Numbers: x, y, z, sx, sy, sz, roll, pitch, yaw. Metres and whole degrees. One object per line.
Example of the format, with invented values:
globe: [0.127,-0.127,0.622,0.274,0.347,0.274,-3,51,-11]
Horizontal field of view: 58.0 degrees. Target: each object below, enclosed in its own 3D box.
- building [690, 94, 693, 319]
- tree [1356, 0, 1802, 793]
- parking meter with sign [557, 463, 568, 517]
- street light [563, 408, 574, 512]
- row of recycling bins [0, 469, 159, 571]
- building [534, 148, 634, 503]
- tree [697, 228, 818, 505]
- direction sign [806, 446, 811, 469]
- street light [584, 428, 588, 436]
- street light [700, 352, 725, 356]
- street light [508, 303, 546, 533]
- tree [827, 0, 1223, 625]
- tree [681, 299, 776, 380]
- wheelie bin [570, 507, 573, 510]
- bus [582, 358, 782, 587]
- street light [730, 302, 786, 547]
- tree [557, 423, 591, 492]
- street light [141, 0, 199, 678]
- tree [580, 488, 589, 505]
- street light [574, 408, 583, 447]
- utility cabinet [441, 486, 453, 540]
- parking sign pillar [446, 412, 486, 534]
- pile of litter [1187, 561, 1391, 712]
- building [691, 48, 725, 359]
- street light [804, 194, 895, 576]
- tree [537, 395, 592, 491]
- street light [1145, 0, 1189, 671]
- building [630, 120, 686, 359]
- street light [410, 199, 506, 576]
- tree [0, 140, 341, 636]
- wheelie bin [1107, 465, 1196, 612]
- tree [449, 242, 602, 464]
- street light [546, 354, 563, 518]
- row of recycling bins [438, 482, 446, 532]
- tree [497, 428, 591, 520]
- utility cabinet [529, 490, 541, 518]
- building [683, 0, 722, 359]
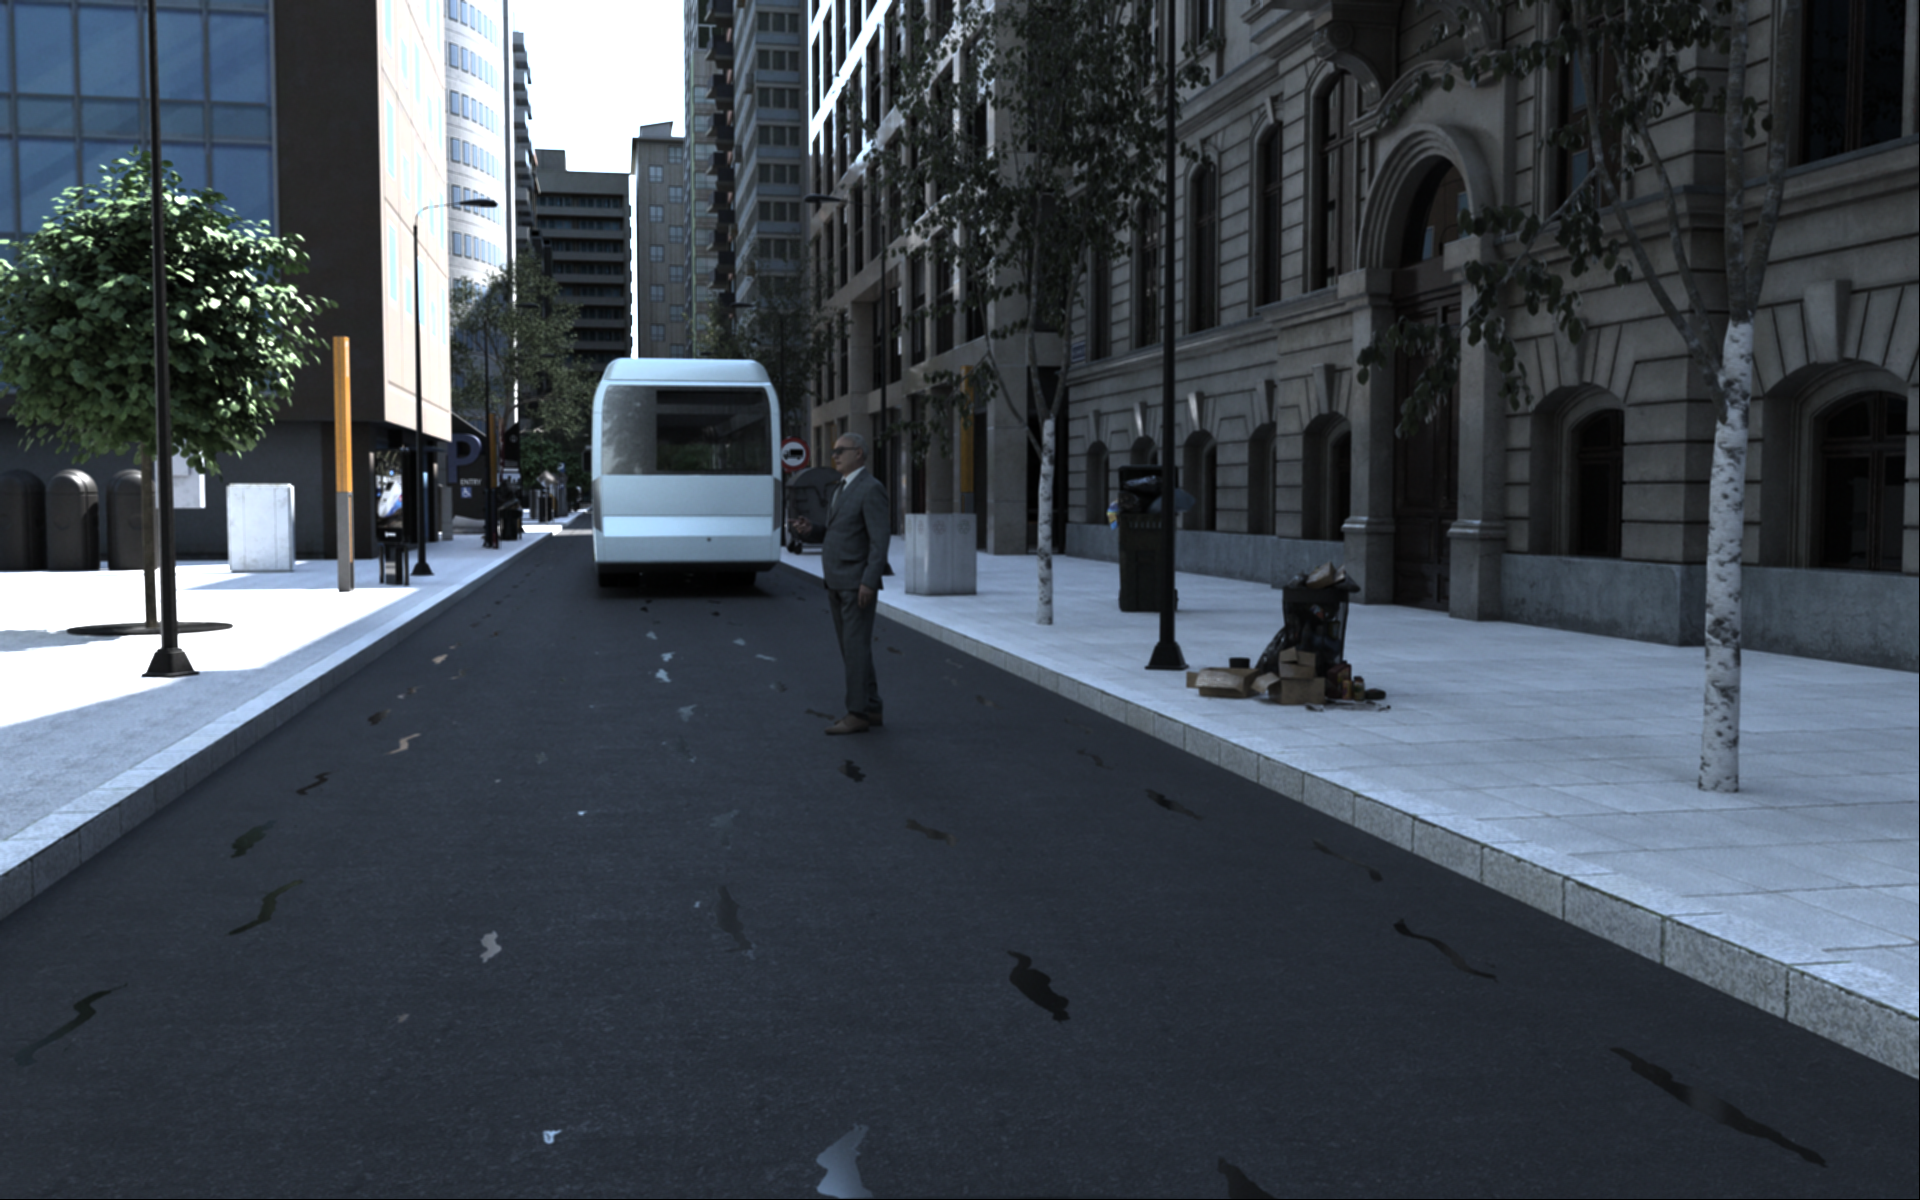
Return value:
building: [-20.256,-32.300,178.208,14.600,45.320,14.200,-1,4,-11]
tree: [3.196,-3.493,7.469,4.360,8.622,3.978,0,3,0]
parking meter with sign: [-22.151,-6.128,96.451,0.543,3.016,1.738,0,4,-6]
street light: [-18.275,-6.442,77.862,1.470,5.913,1.316,-1,4,-11]
row of recycling bins: [-15.342,-1.349,29.170,3.534,1.692,1.069,0,4,-4]
building: [-57.363,-38.029,245.467,21.600,48.544,21.300,-1,4,-11]
tree: [-4.873,-5.919,47.133,4.360,8.622,3.978,0,3,0]
direction sign: [-7.101,-5.524,82.308,0.379,3.537,0.876,1,4,20]
street light: [-23.955,-8.223,106.990,1.470,5.913,1.316,-1,4,-11]
street light: [-7.795,-5.148,56.706,1.470,5.913,1.316,-1,4,-11]
street light: [-10.945,-4.259,42.170,1.470,5.913,1.316,-1,4,-11]
tree: [0.782,-4.079,17.051,4.360,8.622,3.978,0,3,0]
tree: [-8.703,-7.000,64.819,4.737,8.622,4.395,0,3,0]
wheelie bin: [-31.606,-8.127,140.787,0.980,1.594,0.693,-2,4,-32]
bus: [-5.081,-2.154,30.079,2.948,3.499,13.247,-1,4,-12]
street light: [-4.871,-4.262,42.232,1.470,5.913,1.316,-1,4,-11]
tree: [-36.729,-13.118,164.840,4.737,8.622,4.395,0,3,0]
street light: [-5.053,-2.424,12.170,1.470,5.913,1.316,-1,4,-11]
tree: [-45.816,-13.172,209.962,1.663,3.219,1.824,0,3,0]
street light: [-21.023,-7.329,92.371,1.470,5.913,1.316,-1,4,-11]
utility cabinet: [-14.350,-2.434,48.474,0.318,1.500,1.173,-1,4,-17]
parking sign pillar: [-15.841,-4.116,55.768,1.447,3.967,1.447,0,4,5]
pile of litter: [2.062,0.182,10.982,1.176,0.858,1.719,0,4,-5]
building: [-18.292,-29.379,163.938,14.154,41.232,14.086,-1,4,-11]
street light: [-1.733,-3.337,27.101,1.470,5.913,1.316,-1,4,-11]
tree: [-26.678,-10.242,117.822,4.360,8.622,3.978,0,3,0]
street light: [0.993,-2.442,12.474,1.470,5.913,1.316,-1,4,-11]
building: [-34.028,-40.647,253.813,27.495,52.752,28.713,-1,4,-11]
street light: [-7.976,-3.350,27.312,1.470,5.913,1.316,-1,4,-11]
tree: [-7.559,-1.990,16.258,4.285,4.588,4.351,0,3,0]
wheelie bin: [2.086,-0.676,18.966,0.980,1.594,0.693,1,4,10]
tree: [-16.468,-7.891,63.433,7.601,10.594,8.767,-1,4,-21]
street light: [-14.074,-5.193,57.447,1.470,5.913,1.316,-1,4,-11]
row of recycling bins: [-18.940,-3.134,58.355,3.534,1.692,1.069,0,4,7]
tree: [-21.390,-6.280,86.383,4.285,4.588,4.351,0,3,0]
utility cabinet: [-22.403,-5.062,91.447,0.318,1.500,1.173,-2,4,-33]
building: [-25.737,-47.546,215.622,20.563,71.187,20.611,-1,4,-11]
